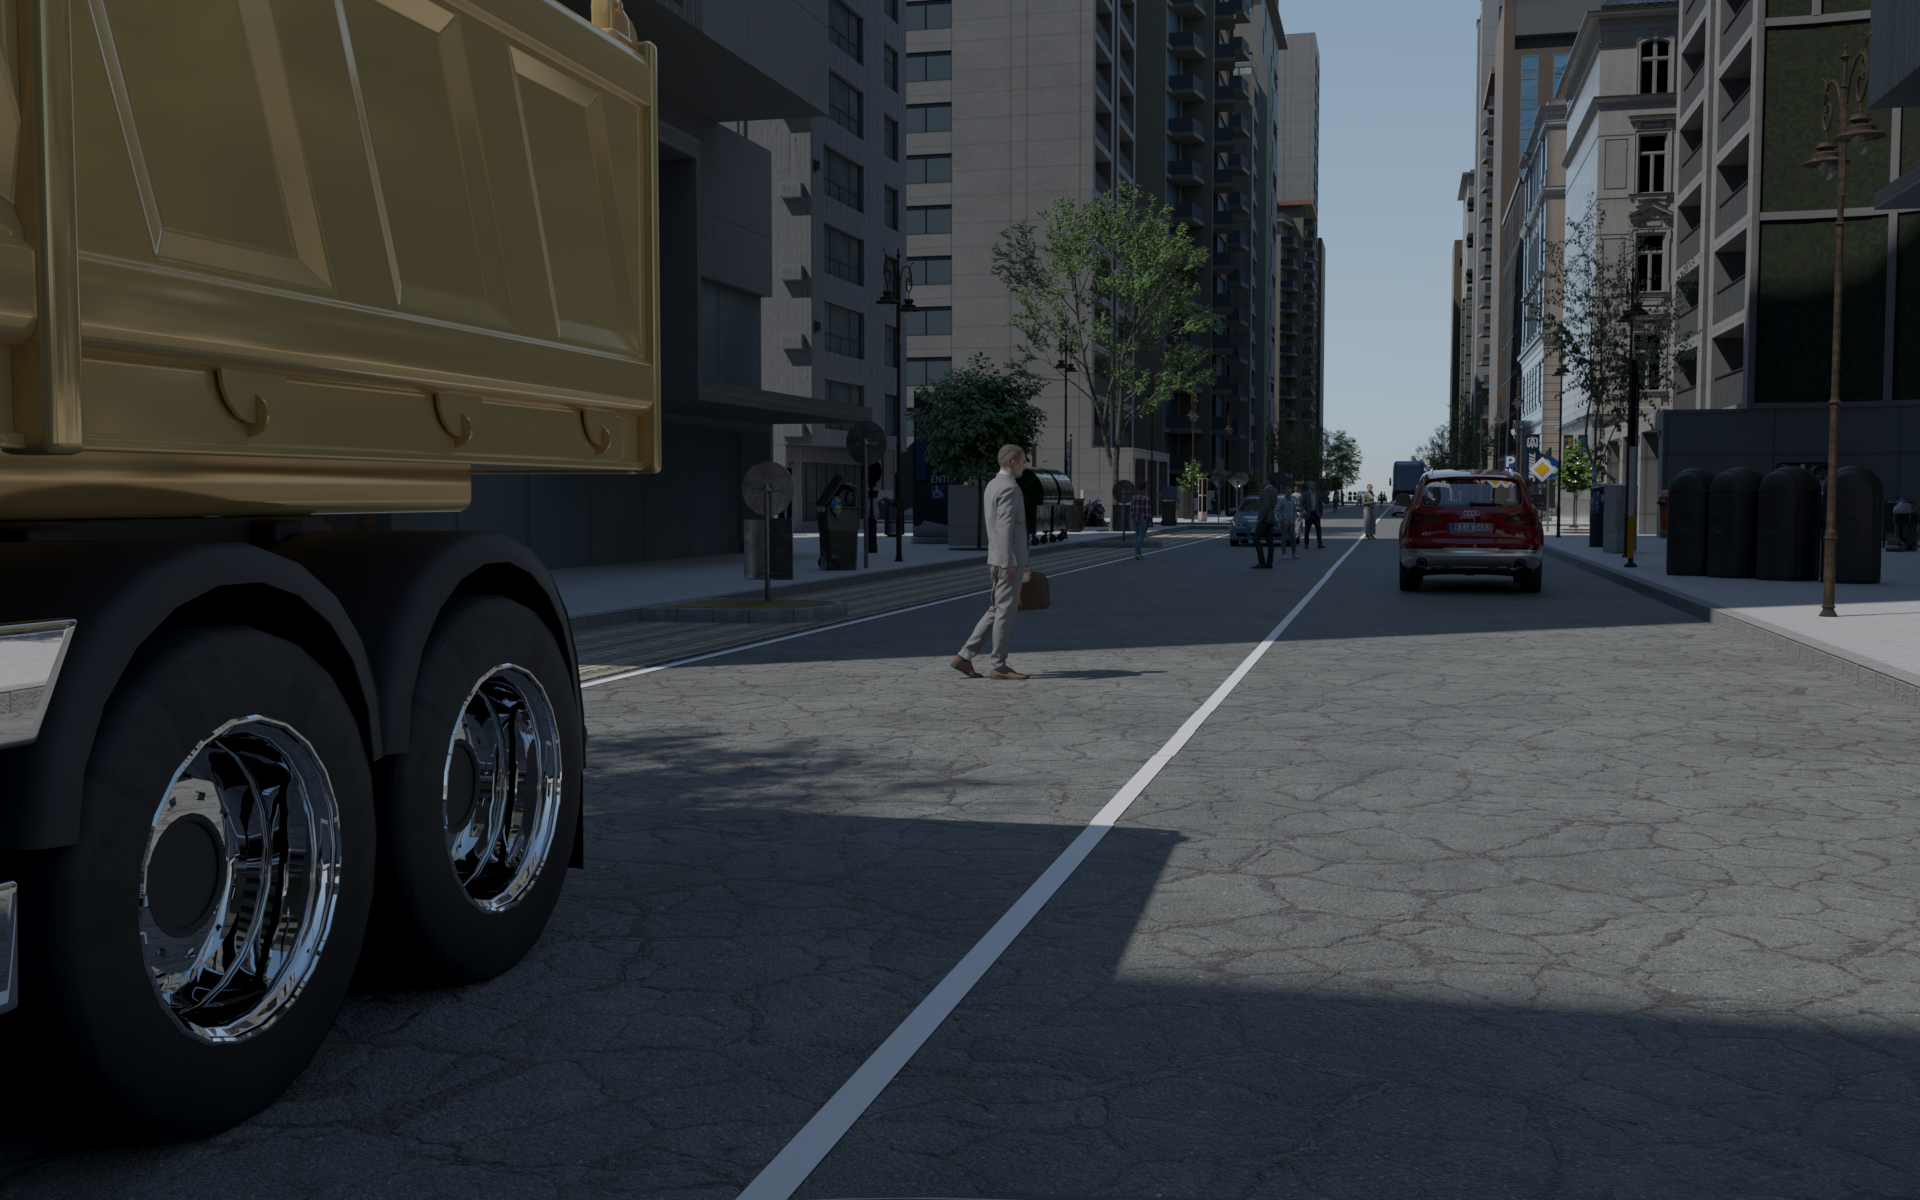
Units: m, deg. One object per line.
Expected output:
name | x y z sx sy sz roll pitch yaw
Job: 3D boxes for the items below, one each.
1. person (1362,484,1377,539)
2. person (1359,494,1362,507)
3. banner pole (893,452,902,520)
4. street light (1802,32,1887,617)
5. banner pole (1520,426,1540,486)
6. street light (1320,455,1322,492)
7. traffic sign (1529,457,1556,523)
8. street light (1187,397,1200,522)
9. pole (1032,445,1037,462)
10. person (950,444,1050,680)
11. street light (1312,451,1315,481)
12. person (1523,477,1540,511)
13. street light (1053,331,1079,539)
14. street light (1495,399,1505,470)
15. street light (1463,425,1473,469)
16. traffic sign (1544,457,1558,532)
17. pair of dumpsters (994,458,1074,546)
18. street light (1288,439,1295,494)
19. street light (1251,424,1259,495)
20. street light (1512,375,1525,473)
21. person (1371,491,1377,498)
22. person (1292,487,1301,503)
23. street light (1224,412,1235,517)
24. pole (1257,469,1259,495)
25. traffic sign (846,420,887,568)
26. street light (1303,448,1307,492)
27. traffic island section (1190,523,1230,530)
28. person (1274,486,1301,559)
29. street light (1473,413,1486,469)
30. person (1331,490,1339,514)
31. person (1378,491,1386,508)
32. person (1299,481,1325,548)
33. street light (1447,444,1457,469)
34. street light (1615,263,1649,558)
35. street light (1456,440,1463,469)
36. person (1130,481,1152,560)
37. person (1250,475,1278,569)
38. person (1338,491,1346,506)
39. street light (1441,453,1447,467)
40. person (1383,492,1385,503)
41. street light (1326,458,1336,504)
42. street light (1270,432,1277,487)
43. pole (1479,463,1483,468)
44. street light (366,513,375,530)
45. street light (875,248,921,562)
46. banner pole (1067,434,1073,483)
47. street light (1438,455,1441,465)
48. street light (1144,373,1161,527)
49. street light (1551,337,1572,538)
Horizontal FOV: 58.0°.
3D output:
person | 13.105 -2.832 55.348 0.519 1.759 0.362 -3 4 -36
person | 44.287 -10.971 191.095 0.599 1.433 0.991 0 4 5
banner pole | -3.110 -5.937 87.094 0.863 3.779 0.401 -1 4 -19
street light | 9.088 -2.762 17.948 0.468 5.910 1.993 1 4 14
banner pole | 20.801 -4.494 63.491 0.863 3.779 0.401 1 4 23
street light | 42.210 -14.050 202.501 0.468 5.910 1.993 1 4 14
traffic sign | 17.968 -3.199 53.486 0.795 2.450 0.064 1 4 19
street light | 10.659 -6.505 79.149 0.468 5.910 1.993 1 4 14
pole | 3.009 -4.672 70.236 0.158 3.312 0.155 0 3 0
person | 0.361 -0.292 13.387 0.853 1.813 0.709 -1 4 -17
street light | 37.965 -13.049 186.136 0.468 5.910 1.993 1 4 14
person | 11.051 -1.512 33.770 0.519 1.759 0.362 2 4 31
street light | 3.012 -4.681 49.330 0.468 5.910 1.993 1 4 14
street light | 25.597 -6.697 82.278 0.468 5.910 1.993 1 4 14
street light | 33.975 -8.726 115.453 0.468 5.910 1.993 1 4 14
traffic sign | 20.014 -3.597 58.920 0.768 2.556 0.104 1 4 19
pair of dumpsters | 1.835 -2.602 45.034 1.574 2.255 4.437 1 4 14
street light | 27.736 -10.591 145.954 0.468 5.910 1.993 1 4 14
street light | 19.040 -8.517 112.044 0.468 5.910 1.993 1 4 14
street light | 21.714 -5.792 67.489 0.468 5.910 1.993 1 4 14
person | 49.162 -12.144 207.019 1.348 1.831 0.705 1 4 13
person | 15.187 -4.224 78.138 0.480 1.755 0.524 0 4 0
street light | 14.914 -7.528 95.871 0.468 5.910 1.993 1 4 14
pole | 24.413 -9.057 141.926 0.158 3.312 0.155 0 3 0
traffic sign | -1.630 -1.826 29.959 0.768 2.556 0.104 1 4 19
street light | 33.795 -12.053 169.856 0.468 5.910 1.993 1 4 14
traffic island section | 10.551 -2.969 70.818 2.009 0.180 2.903 1 4 14
person | 7.232 -1.710 38.268 0.589 1.601 0.330 -1 4 -13
street light | 29.693 -7.707 98.804 0.468 5.910 1.993 1 4 14
person | 27.206 -7.123 125.548 0.593 1.750 0.643 2 4 26
person | 43.180 -10.270 177.199 0.721 1.735 1.217 -2 4 -30
person | 9.262 -2.232 45.389 0.661 1.777 0.834 -1 4 -16
street light | 44.650 -11.269 157.028 0.468 5.910 1.993 1 4 14
street light | 13.462 -3.794 34.816 0.468 5.910 1.993 1 4 14
street light | 38.201 -9.718 131.675 0.468 5.910 1.993 1 4 14
person | 3.944 -1.750 37.947 0.643 1.720 0.563 -3 4 -36
person | 5.870 -1.510 33.378 0.592 1.802 0.473 -3 5 -44
person | 44.072 -11.684 199.613 1.350 1.814 0.705 -3 4 -39
street light | 48.669 -12.259 173.229 0.468 5.910 1.993 1 4 14
person | 67.784 -16.399 276.556 0.705 1.831 1.348 1 4 15
street light | 50.161 -15.982 234.098 0.468 5.910 1.993 1 4 14
street light | 23.428 -9.571 129.281 0.468 5.910 1.993 1 4 14
pole | 33.832 -7.259 112.533 0.158 3.312 0.155 0 3 0
street light | -5.500 -2.645 16.040 0.468 5.910 1.993 1 4 14
street light | -1.162 -3.670 32.796 0.468 5.910 1.993 1 4 14
banner pole | 4.563 -5.028 72.217 0.401 3.779 0.863 -1 4 -11
street light | 52.935 -13.278 189.879 0.468 5.910 1.993 1 4 14
street light | 7.367 -5.728 66.444 0.468 5.910 1.993 1 4 14
street light | 17.687 -4.785 51.026 0.468 5.910 1.993 1 4 14
